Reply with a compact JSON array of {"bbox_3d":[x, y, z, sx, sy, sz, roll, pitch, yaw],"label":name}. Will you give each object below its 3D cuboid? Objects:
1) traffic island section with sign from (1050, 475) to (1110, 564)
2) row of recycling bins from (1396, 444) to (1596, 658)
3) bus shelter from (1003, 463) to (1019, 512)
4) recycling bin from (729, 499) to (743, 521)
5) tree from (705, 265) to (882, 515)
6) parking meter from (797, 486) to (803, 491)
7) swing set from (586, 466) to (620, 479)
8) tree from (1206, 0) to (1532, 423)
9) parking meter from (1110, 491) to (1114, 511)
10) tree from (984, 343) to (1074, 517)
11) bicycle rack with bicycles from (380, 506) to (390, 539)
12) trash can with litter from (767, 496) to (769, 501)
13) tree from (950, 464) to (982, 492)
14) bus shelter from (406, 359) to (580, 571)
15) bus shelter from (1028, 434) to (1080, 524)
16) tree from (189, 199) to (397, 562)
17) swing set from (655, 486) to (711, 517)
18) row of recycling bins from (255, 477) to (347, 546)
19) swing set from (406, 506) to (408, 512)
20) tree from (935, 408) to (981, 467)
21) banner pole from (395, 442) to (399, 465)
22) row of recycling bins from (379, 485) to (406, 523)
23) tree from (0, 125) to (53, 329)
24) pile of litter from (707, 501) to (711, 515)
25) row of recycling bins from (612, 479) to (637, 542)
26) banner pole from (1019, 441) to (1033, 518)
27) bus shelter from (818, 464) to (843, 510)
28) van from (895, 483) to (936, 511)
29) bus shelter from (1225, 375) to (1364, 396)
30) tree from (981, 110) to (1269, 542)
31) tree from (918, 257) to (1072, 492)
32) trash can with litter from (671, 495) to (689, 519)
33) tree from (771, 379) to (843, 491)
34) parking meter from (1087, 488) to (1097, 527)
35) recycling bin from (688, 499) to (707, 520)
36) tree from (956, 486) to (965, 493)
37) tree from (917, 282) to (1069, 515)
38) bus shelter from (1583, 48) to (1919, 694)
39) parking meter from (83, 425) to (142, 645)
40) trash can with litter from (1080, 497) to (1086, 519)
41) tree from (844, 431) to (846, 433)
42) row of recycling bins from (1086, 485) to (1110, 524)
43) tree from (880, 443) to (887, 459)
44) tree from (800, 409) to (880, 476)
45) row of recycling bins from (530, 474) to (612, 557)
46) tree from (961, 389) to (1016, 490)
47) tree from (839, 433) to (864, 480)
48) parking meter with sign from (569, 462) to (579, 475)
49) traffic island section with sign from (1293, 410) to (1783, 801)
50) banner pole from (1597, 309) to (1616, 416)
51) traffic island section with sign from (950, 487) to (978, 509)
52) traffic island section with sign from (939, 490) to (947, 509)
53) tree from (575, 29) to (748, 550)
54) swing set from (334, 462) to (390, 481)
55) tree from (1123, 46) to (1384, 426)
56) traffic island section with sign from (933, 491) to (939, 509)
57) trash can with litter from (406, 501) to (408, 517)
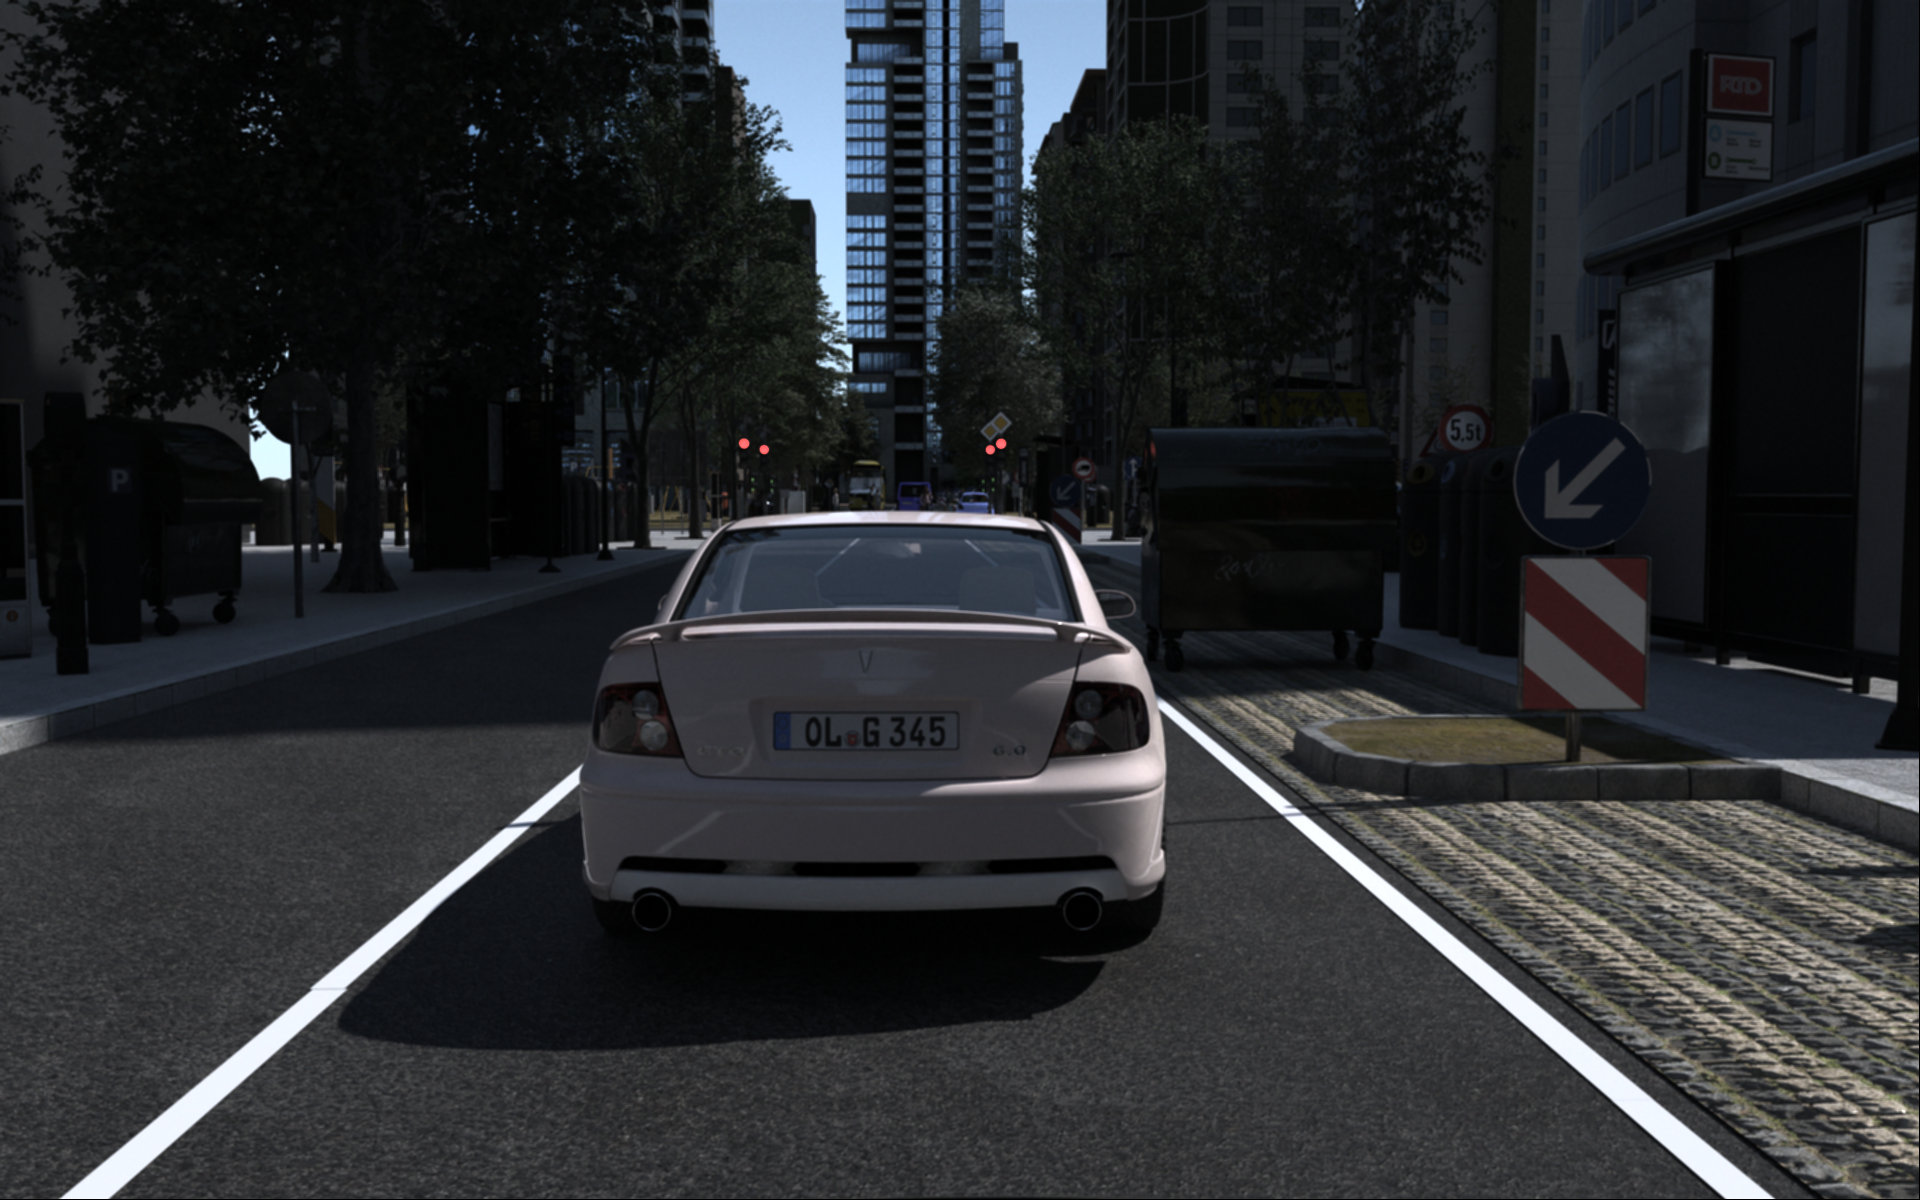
[{"bbox_3d":[2.043,-1.690,36.259,1.989,1.847,2.006,0,4,-2],"label":"traffic island section with sign"},{"bbox_3d":[4.691,-0.497,15.241,1.069,1.692,3.534,0,4,1],"label":"row of recycling bins"},{"bbox_3d":[3.361,-8.150,124.541,1.731,3.624,6.357,0,4,-2],"label":"bus shelter"},{"bbox_3d":[-10.554,-4.263,82.248,0.722,1.027,0.722,-1,4,-17],"label":"recycling bin"},{"bbox_3d":[-8.633,-10.087,83.041,7.486,12.596,7.792,0,3,0],"label":"tree"},{"bbox_3d":[-11.160,-7.026,120.592,0.399,1.863,0.255,2,4,35],"label":"parking meter"},{"bbox_3d":[-19.847,-6.166,98.438,3.119,2.851,2.862,2,4,29],"label":"swing set"},{"bbox_3d":[5.151,-4.349,21.463,4.360,8.622,3.978,0,3,0],"label":"tree"},{"bbox_3d":[11.444,-7.426,129.819,0.372,1.533,0.369,0,3,0],"label":"parking meter"},{"bbox_3d":[3.178,-8.230,84.929,4.360,8.622,3.978,0,3,0],"label":"tree"},{"bbox_3d":[-17.706,-2.251,50.185,2.852,0.926,2.925,-1,4,-10],"label":"bicycle rack with bicycles"},{"bbox_3d":[-15.154,-7.634,136.211,0.624,1.170,1.055,-2,4,-23],"label":"trash can with litter"},{"bbox_3d":[0.787,-10.520,155.721,4.285,4.588,4.351,0,3,0],"label":"tree"},{"bbox_3d":[-8.412,-2.476,31.767,1.731,3.624,6.357,0,4,-2],"label":"bus shelter"},{"bbox_3d":[3.863,-4.892,71.262,1.731,3.624,6.357,0,4,-2],"label":"bus shelter"},{"bbox_3d":[-12.246,-5.006,32.213,4.737,8.622,4.395,0,3,0],"label":"tree"},{"bbox_3d":[-15.756,-6.229,99.472,2.862,2.851,3.119,0,4,4],"label":"swing set"},{"bbox_3d":[-16.814,-2.284,44.459,1.069,1.692,3.534,1,4,11],"label":"row of recycling bins"},{"bbox_3d":[-35.853,-6.643,106.228,3.119,2.851,2.862,-2,4,-35],"label":"swing set"},{"bbox_3d":[1.170,-14.949,178.822,8.767,10.594,7.601,2,4,35],"label":"tree"},{"bbox_3d":[-27.005,-5.701,83.231,0.401,3.779,0.863,-1,4,-9],"label":"banner pole"},{"bbox_3d":[-25.812,-4.182,75.494,1.069,1.692,3.534,3,5,41],"label":"row of recycling bins"},{"bbox_3d":[-15.202,-4.534,24.493,4.360,8.622,3.978,0,3,0],"label":"tree"},{"bbox_3d":[-15.185,-5.563,104.916,1.719,0.858,1.176,0,4,8],"label":"pile of litter"},{"bbox_3d":[-9.491,-2.399,46.333,1.069,1.692,3.534,0,4,7],"label":"row of recycling bins"},{"bbox_3d":[3.087,-5.486,79.707,0.863,3.779,0.401,-1,4,-17],"label":"banner pole"},{"bbox_3d":[-10.336,-9.031,138.941,1.731,3.624,6.357,0,4,-2],"label":"bus shelter"},{"bbox_3d":[-2.441,-5.490,94.138,2.240,2.365,5.245,0,4,-1],"label":"van"},{"bbox_3d":[7.121,-2.820,37.383,1.731,3.624,6.357,0,4,-1],"label":"bus shelter"},{"bbox_3d":[4.500,-7.413,46.961,9.928,11.665,9.643,0,3,0],"label":"tree"},{"bbox_3d":[2.816,-17.173,136.671,12.611,20.169,13.585,0,3,0],"label":"tree"},{"bbox_3d":[-14.123,-4.796,89.468,1.678,1.210,2.233,-2,4,-25],"label":"trash can with litter"},{"bbox_3d":[-10.137,-9.831,111.094,4.737,8.622,4.395,0,3,0],"label":"tree"},{"bbox_3d":[5.110,-3.591,67.127,0.372,1.533,0.369,0,3,0],"label":"parking meter"},{"bbox_3d":[-12.850,-4.415,84.733,0.722,1.027,0.722,-2,4,-29],"label":"recycling bin"},{"bbox_3d":[0.532,-11.993,190.691,1.663,3.219,1.824,0,3,0],"label":"tree"},{"bbox_3d":[2.206,-12.046,103.604,9.857,13.997,8.962,0,3,0],"label":"tree"},{"bbox_3d":[6.481,-2.185,13.361,2.179,5.291,8.768,0,4,-2],"label":"bus shelter"},{"bbox_3d":[-7.276,-0.561,14.887,0.255,1.863,0.399,2,4,30],"label":"parking meter"},{"bbox_3d":[6.281,-4.696,87.831,2.233,1.210,1.678,-1,4,-16],"label":"trash can with litter"},{"bbox_3d":[-10.549,-11.010,130.372,4.737,8.622,4.395,0,3,0],"label":"tree"},{"bbox_3d":[6.056,-4.259,76.739,1.069,1.692,3.534,0,4,2],"label":"row of recycling bins"},{"bbox_3d":[-12.832,-16.557,205.115,8.767,10.594,7.601,0,4,-1],"label":"tree"},{"bbox_3d":[-12.509,-14.544,172.208,7.601,10.594,8.767,0,4,4],"label":"tree"},{"bbox_3d":[-8.390,-1.827,36.984,1.069,1.692,3.534,0,4,0],"label":"row of recycling bins"},{"bbox_3d":[2.675,-10.057,114.801,4.737,8.622,4.395,0,3,0],"label":"tree"},{"bbox_3d":[-12.062,-15.166,198.318,4.360,8.622,3.978,0,3,0],"label":"tree"},{"bbox_3d":[-21.118,-5.917,93.002,0.543,3.016,1.738,1,4,18],"label":"parking meter with sign"},{"bbox_3d":[2.821,-0.022,8.980,1.989,1.847,2.006,0,4,-2],"label":"traffic island section with sign"},{"bbox_3d":[7.999,-1.876,20.694,0.863,3.779,0.401,0,4,3],"label":"banner pole"},{"bbox_3d":[0.478,-5.084,91.754,1.989,1.847,2.006,0,4,-2],"label":"traffic island section with sign"},{"bbox_3d":[-0.287,-6.732,118.699,1.989,1.847,2.006,0,4,-2],"label":"traffic island section with sign"},{"bbox_3d":[-7.455,-6.979,39.870,9.928,11.665,9.643,0,3,0],"label":"tree"},{"bbox_3d":[-30.332,-5.364,85.324,3.119,2.851,2.862,1,4,19],"label":"swing set"},{"bbox_3d":[5.112,-4.807,28.950,4.737,8.622,4.395,0,3,0],"label":"tree"},{"bbox_3d":[-1.694,-9.785,168.618,1.989,1.847,2.006,0,4,-2],"label":"traffic island section with sign"},{"bbox_3d":[-31.070,-5.237,97.004,1.055,1.170,0.624,1,4,16],"label":"trash can with litter"}]
